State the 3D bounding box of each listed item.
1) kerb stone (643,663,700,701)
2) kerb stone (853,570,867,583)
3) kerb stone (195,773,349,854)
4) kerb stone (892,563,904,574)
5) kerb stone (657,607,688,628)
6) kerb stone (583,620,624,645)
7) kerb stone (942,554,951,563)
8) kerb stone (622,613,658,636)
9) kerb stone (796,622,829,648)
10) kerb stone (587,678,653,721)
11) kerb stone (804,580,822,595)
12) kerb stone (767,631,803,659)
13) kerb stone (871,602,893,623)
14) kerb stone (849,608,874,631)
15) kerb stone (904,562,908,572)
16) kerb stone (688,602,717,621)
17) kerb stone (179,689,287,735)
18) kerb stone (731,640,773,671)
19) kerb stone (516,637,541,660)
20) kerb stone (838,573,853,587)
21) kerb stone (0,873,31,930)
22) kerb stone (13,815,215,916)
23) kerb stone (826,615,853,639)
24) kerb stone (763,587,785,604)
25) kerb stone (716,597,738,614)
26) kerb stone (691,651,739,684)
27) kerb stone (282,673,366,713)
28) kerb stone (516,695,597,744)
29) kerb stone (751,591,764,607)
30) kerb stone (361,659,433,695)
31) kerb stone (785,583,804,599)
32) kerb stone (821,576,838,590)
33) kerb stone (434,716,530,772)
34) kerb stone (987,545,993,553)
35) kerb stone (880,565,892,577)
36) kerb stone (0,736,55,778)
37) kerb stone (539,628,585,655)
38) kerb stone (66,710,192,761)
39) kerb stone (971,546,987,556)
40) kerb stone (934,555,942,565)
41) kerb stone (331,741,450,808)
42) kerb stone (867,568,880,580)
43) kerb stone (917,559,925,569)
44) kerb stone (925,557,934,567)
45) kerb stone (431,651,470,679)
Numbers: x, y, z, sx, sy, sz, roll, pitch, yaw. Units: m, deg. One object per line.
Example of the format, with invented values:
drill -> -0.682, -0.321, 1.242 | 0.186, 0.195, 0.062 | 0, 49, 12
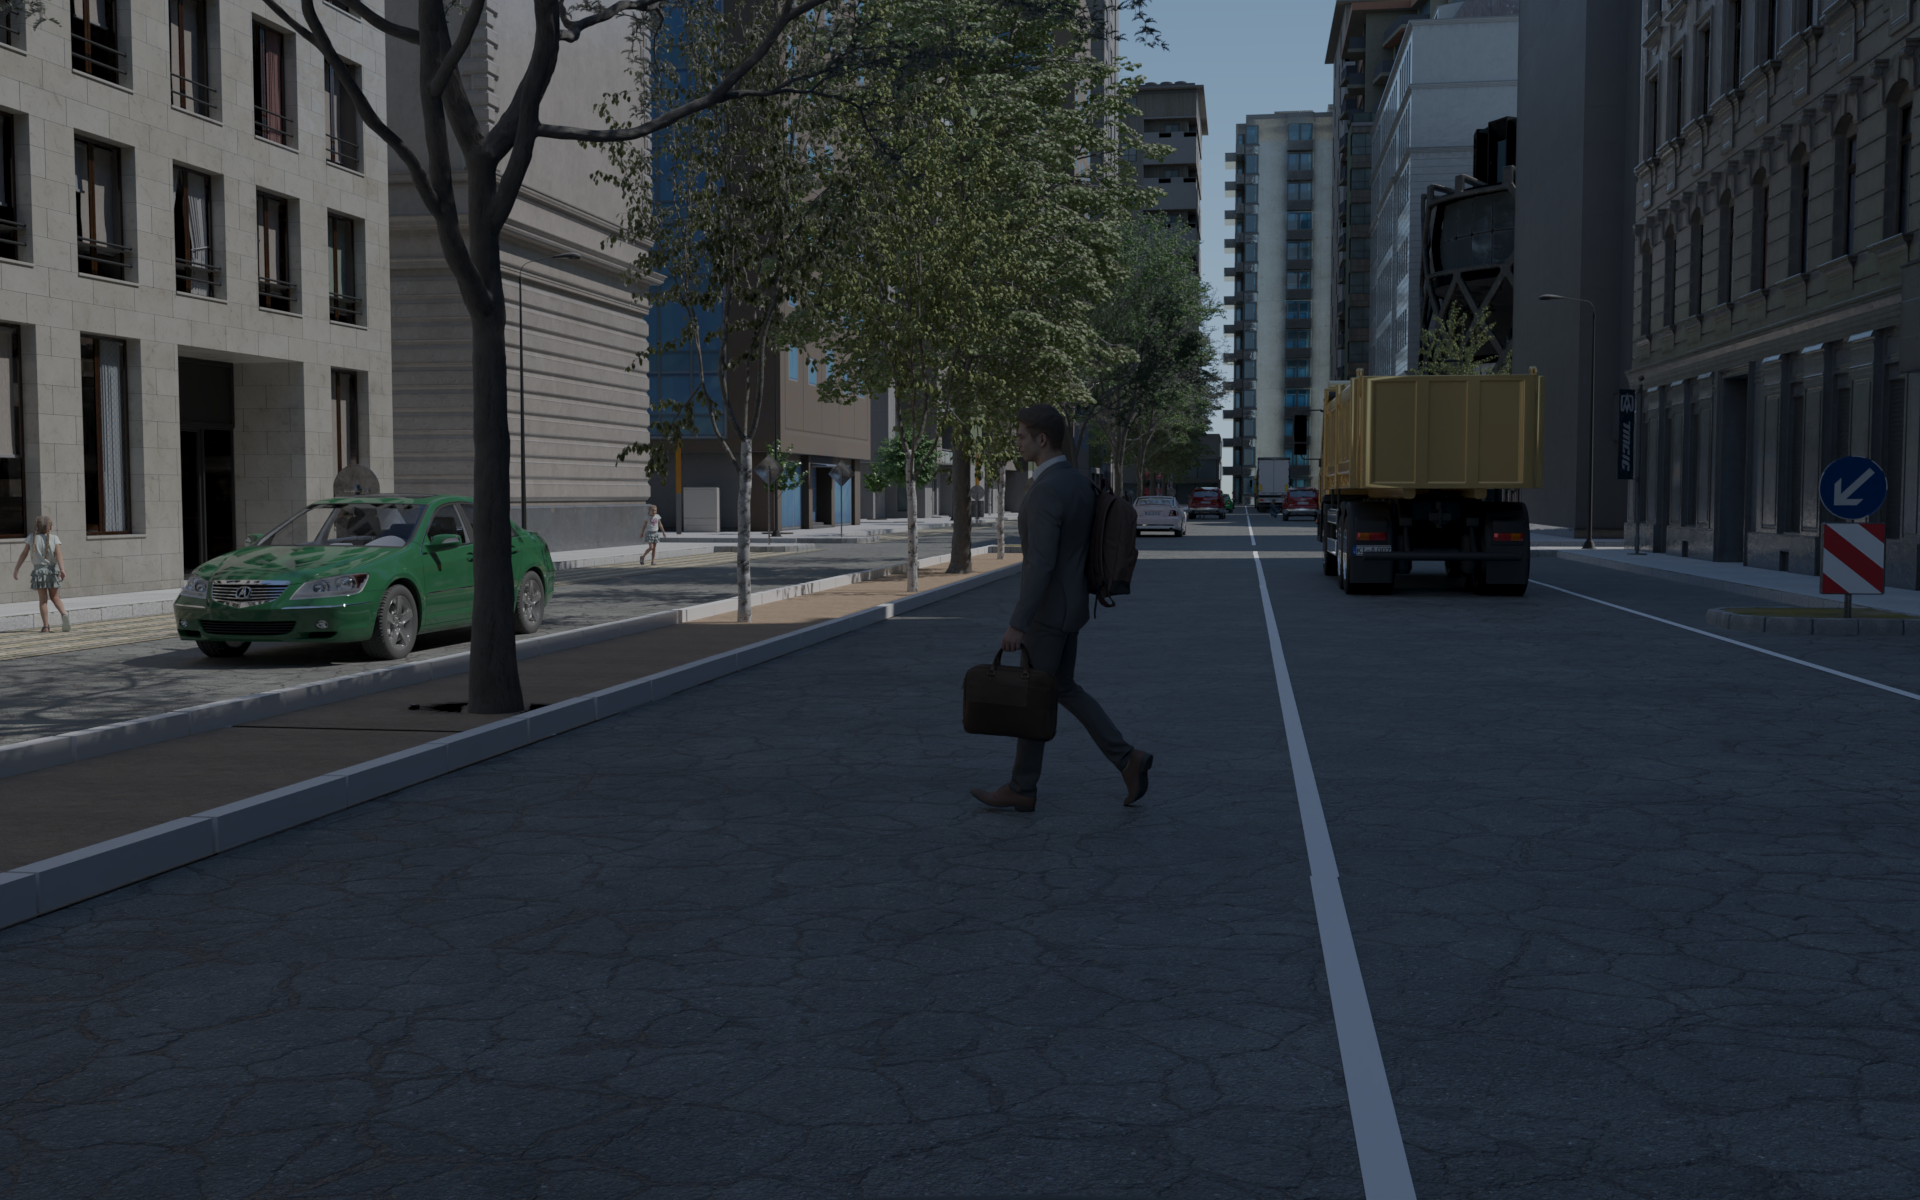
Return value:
kerb stone -> -2.102, 0.596, 12.452 | 0.120, 0.150, 1.000 | 1, 4, 9
kerb stone -> -1.712, -0.352, 27.954 | 0.120, 0.150, 1.000 | 1, 4, 9
kerb stone -> -2.929, 0.906, 7.388 | 0.120, 0.150, 1.000 | 1, 4, 9
kerb stone -> -1.212, -0.534, 30.985 | 0.120, 0.150, 1.000 | 1, 4, 9
kerb stone -> -3.197, 0.206, 18.832 | 0.120, 0.150, 1.000 | 1, 4, 9
kerb stone -> -3.522, 0.330, 16.806 | 0.120, 0.150, 1.000 | 1, 4, 9
kerb stone -> -0.377, -0.843, 36.046 | 0.120, 0.150, 1.000 | 1, 4, 9
kerb stone -> -3.356, 0.270, 17.821 | 0.120, 0.150, 1.000 | 1, 4, 9
kerb stone -> -1.446, 0.349, 16.489 | 0.120, 0.150, 1.000 | 1, 4, 9
kerb stone -> -2.270, 0.658, 11.443 | 0.120, 0.150, 1.000 | 1, 4, 9
kerb stone -> -2.200, -0.165, 24.906 | 0.120, 0.150, 1.000 | 1, 4, 9
kerb stone -> -1.614, 0.411, 15.479 | 0.120, 0.150, 1.000 | 1, 4, 9
kerb stone -> -0.948, 0.162, 19.542 | 0.120, 0.150, 1.000 | 1, 4, 9
kerb stone -> -1.110, 0.225, 18.524 | 0.120, 0.150, 1.000 | 1, 4, 9
kerb stone -> -1.039, -0.599, 32.000 | 0.120, 0.150, 1.000 | 1, 4, 9
kerb stone -> -3.024, 0.150, 19.849 | 0.120, 0.150, 1.000 | 1, 4, 9
kerb stone -> -4.520, 0.701, 10.739 | 0.120, 0.150, 1.000 | 1, 4, 9
kerb stone -> -1.776, 0.473, 14.470 | 0.120, 0.150, 1.000 | 1, 4, 9
kerb stone -> -3.858, 0.454, 14.777 | 0.120, 0.150, 1.000 | 1, 4, 9
kerb stone -> -1.872, -0.290, 26.931 | 0.120, 0.150, 1.000 | 1, 4, 9
kerb stone -> -3.263, 1.029, 5.371 | 0.120, 0.150, 1.000 | 1, 4, 9
kerb stone -> -3.102, 0.968, 6.381 | 0.120, 0.150, 1.000 | 1, 4, 9
kerb stone -> -1.282, 0.288, 17.517 | 0.120, 0.150, 1.000 | 1, 4, 9
kerb stone -> -2.534, -0.042, 22.883 | 0.120, 0.150, 1.000 | 1, 4, 9
kerb stone -> -2.864, 0.090, 20.859 | 0.120, 0.150, 1.000 | 1, 4, 9
kerb stone -> -1.944, 0.534, 13.461 | 0.120, 0.150, 1.000 | 1, 4, 9
kerb stone -> -4.358, 0.639, 11.752 | 0.120, 0.150, 1.000 | 1, 4, 9
kerb stone -> -2.446, 0.720, 10.431 | 0.120, 0.150, 1.000 | 1, 4, 9
kerb stone -> -2.699, 0.022, 21.867 | 0.120, 0.150, 1.000 | 1, 4, 9
kerb stone -> -4.194, 0.577, 12.761 | 0.120, 0.150, 1.000 | 1, 4, 9
kerb stone -> -2.366, -0.104, 23.891 | 0.120, 0.150, 1.000 | 1, 4, 9
kerb stone -> -2.035, -0.228, 25.920 | 0.120, 0.150, 1.000 | 1, 4, 9
kerb stone -> -2.611, 0.782, 9.410 | 0.120, 0.150, 1.000 | 1, 4, 9
kerb stone -> 0.616, -1.216, 42.127 | 0.120, 0.150, 1.000 | 1, 4, 9
kerb stone -> -1.372, -0.476, 29.975 | 0.120, 0.150, 1.000 | 1, 4, 9
kerb stone -> -4.852, 0.829, 8.706 | 0.120, 0.150, 1.000 | 1, 4, 9
kerb stone -> -3.690, 0.392, 15.798 | 0.120, 0.150, 1.000 | 1, 4, 9
kerb stone -> -4.685, 0.768, 9.728 | 0.120, 0.150, 1.000 | 1, 4, 9
kerb stone -> 0.447, -1.157, 41.112 | 0.120, 0.150, 1.000 | 1, 4, 9
kerb stone -> -0.553, -0.785, 35.028 | 0.120, 0.150, 1.000 | 1, 4, 9
kerb stone -> -2.768, 0.844, 8.397 | 0.120, 0.150, 1.000 | 1, 4, 9
kerb stone -> -1.549, -0.410, 28.963 | 0.120, 0.150, 1.000 | 1, 4, 9
kerb stone -> -0.872, -0.658, 33.008 | 0.120, 0.150, 1.000 | 1, 4, 9
kerb stone -> -0.711, -0.723, 34.018 | 0.120, 0.150, 1.000 | 1, 4, 9
kerb stone -> -4.021, 0.519, 13.768 | 0.120, 0.150, 1.000 | 1, 4, 9
